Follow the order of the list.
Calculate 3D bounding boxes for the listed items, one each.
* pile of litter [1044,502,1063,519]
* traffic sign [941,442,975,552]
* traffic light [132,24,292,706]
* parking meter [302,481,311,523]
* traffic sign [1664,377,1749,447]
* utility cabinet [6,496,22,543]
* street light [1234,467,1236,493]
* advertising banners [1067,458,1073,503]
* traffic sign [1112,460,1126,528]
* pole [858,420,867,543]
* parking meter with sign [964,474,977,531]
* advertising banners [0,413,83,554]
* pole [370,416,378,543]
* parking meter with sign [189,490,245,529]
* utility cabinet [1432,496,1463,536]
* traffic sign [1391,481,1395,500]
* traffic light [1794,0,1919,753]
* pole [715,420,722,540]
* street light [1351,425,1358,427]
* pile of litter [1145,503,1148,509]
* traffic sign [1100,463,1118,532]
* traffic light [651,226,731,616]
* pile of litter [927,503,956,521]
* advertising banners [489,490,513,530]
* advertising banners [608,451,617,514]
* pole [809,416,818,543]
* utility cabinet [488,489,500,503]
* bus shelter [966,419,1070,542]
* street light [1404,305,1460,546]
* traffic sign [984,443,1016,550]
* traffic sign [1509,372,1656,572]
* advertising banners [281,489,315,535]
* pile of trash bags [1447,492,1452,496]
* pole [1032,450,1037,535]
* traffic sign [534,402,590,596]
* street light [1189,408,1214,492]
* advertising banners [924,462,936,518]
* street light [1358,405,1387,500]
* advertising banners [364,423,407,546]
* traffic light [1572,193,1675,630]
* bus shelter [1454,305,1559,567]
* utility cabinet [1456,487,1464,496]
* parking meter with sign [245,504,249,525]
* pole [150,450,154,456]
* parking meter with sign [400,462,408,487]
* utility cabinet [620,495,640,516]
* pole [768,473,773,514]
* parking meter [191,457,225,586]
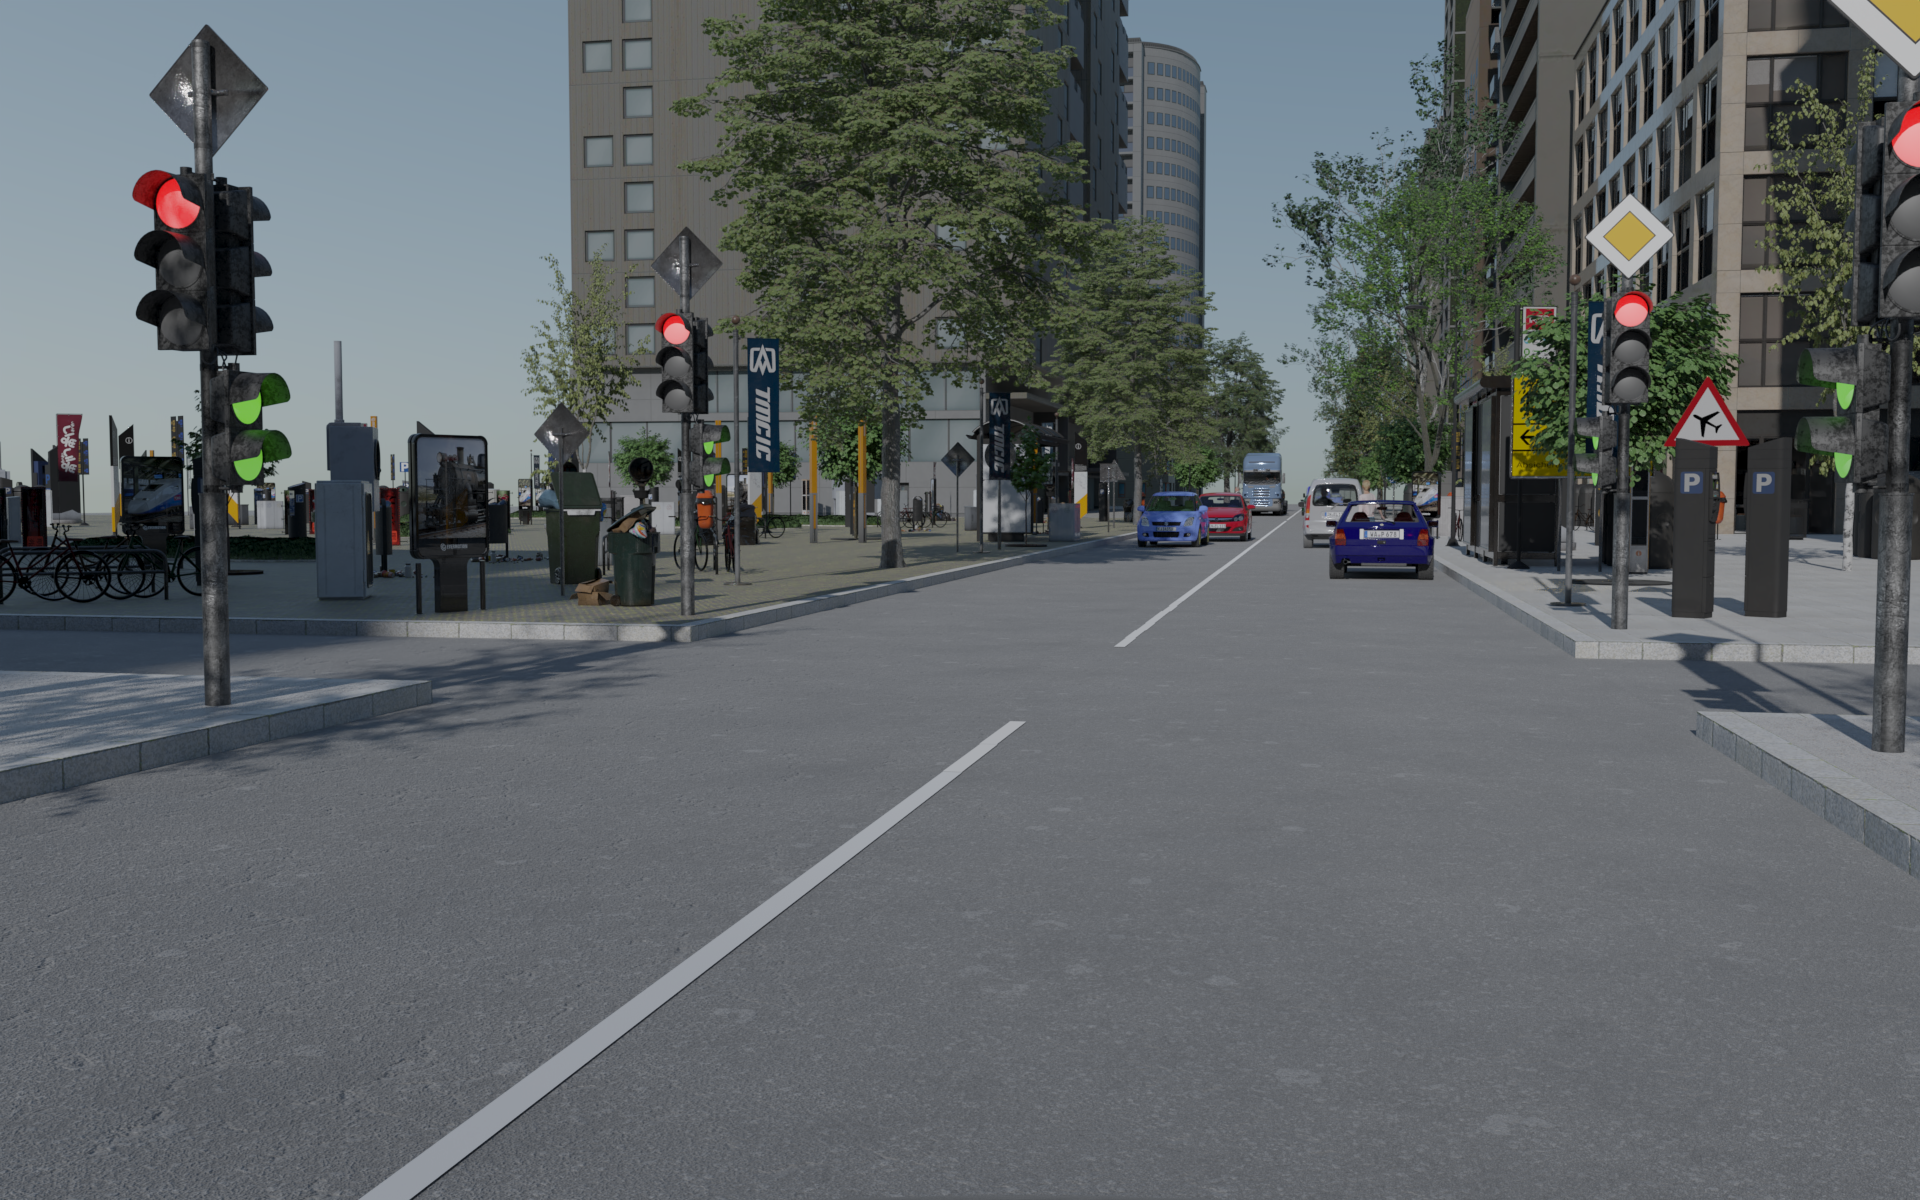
[{"bbox_3d":[5.179,-4.573,88.741,1.719,0.858,1.176,2,4,32],"label":"pile of litter"},{"bbox_3d":[-0.054,-2.271,38.320,0.795,2.450,0.064,1,4,18],"label":"traffic sign"},{"bbox_3d":[-4.502,-1.315,10.419,0.839,4.253,0.868,1,4,12],"label":"traffic light"},{"bbox_3d":[-28.535,-4.284,75.749,0.399,1.863,0.255,-1,4,-13],"label":"parking meter"},{"bbox_3d":[8.299,-1.181,19.306,0.884,2.594,0.081,1,4,14],"label":"traffic sign"},{"bbox_3d":[-24.908,-2.101,45.516,0.306,1.237,1.020,-2,4,-34],"label":"utility cabinet"},{"bbox_3d":[22.936,-10.298,140.912,1.470,5.913,1.316,1,4,12],"label":"street light"},{"bbox_3d":[5.429,-5.438,85.094,0.090,3.025,2.074,0,4,-2],"label":"advertising banners"},{"bbox_3d":[5.808,-3.993,65.284,0.884,2.594,0.081,1,4,18],"label":"traffic sign"},{"bbox_3d":[-2.558,-3.151,45.363,0.158,3.312,0.155,0,3,0],"label":"pole"},{"bbox_3d":[0.914,-3.953,60.891,1.738,3.016,0.543,-3,5,-42],"label":"parking meter with sign"},{"bbox_3d":[-20.069,-2.523,37.438,2.074,3.025,0.090,-1,4,-20],"label":"advertising banners"},{"bbox_3d":[-15.300,-3.148,45.312,0.158,3.312,0.155,0,3,0],"label":"pole"},{"bbox_3d":[-27.170,-4.091,63.150,1.738,3.016,0.543,-1,4,-11],"label":"parking meter with sign"},{"bbox_3d":[15.000,-2.567,53.133,1.020,1.237,0.306,0,4,-1],"label":"utility cabinet"},{"bbox_3d":[21.012,-5.124,83.880,0.768,2.556,0.104,1,4,12],"label":"traffic sign"},{"bbox_3d":[4.617,-1.200,8.537,0.839,4.253,0.868,1,4,12],"label":"traffic light"},{"bbox_3d":[-6.674,-3.305,47.879,0.158,3.312,0.155,0,3,0],"label":"pole"},{"bbox_3d":[27.143,-8.847,117.190,1.470,5.913,1.316,1,4,12],"label":"street light"},{"bbox_3d":[9.070,-4.429,86.381,1.176,0.858,1.719,1,4,20],"label":"pile of litter"},{"bbox_3d":[4.972,-3.412,57.912,0.606,2.300,0.079,1,4,17],"label":"traffic sign"},{"bbox_3d":[-2.868,-1.793,18.235,0.839,4.253,0.868,1,4,12],"label":"traffic light"},{"bbox_3d":[-0.937,-4.196,82.566,1.719,0.858,1.176,2,4,32],"label":"pile of litter"},{"bbox_3d":[-16.260,-3.832,58.844,2.074,3.025,0.090,0,4,-6],"label":"advertising banners"},{"bbox_3d":[-14.367,-4.609,71.547,0.090,3.025,2.074,0,4,-3],"label":"advertising banners"},{"bbox_3d":[-3.812,-3.131,45.038,0.158,3.312,0.155,0,3,0],"label":"pole"},{"bbox_3d":[-20.022,-3.973,73.632,1.173,1.500,0.318,3,5,42],"label":"utility cabinet"},{"bbox_3d":[1.706,-3.364,48.919,2.014,3.302,5.546,1,4,12],"label":"bus shelter"},{"bbox_3d":[11.588,-4.281,42.527,1.470,5.913,1.316,1,4,12],"label":"street light"},{"bbox_3d":[0.908,-2.432,39.875,0.768,2.556,0.104,1,4,21],"label":"traffic sign"},{"bbox_3d":[10.249,-2.121,28.556,2.265,3.308,0.079,1,4,19],"label":"traffic sign"},{"bbox_3d":[-20.532,-3.607,55.158,2.074,3.025,0.090,-2,4,-32],"label":"advertising banners"},{"bbox_3d":[23.329,-4.130,77.282,3.447,1.369,1.912,-1,4,-11],"label":"pile of trash bags"},{"bbox_3d":[2.340,-3.690,54.172,0.158,3.312,0.155,0,3,0],"label":"pole"},{"bbox_3d":[-5.017,-1.262,21.812,0.795,2.450,0.064,1,4,18],"label":"traffic sign"},{"bbox_3d":[12.930,-7.384,93.263,1.470,5.913,1.316,1,4,12],"label":"street light"},{"bbox_3d":[-1.586,-5.977,93.908,0.090,3.025,2.074,1,4,17],"label":"advertising banners"},{"bbox_3d":[21.528,-7.180,89.938,1.470,5.913,1.316,1,4,12],"label":"street light"},{"bbox_3d":[-14.115,-2.859,42.927,2.074,3.025,0.090,-1,4,-21],"label":"advertising banners"},{"bbox_3d":[6.250,-1.678,16.354,0.839,4.253,0.868,1,4,12],"label":"traffic light"},{"bbox_3d":[11.133,-3.490,34.699,2.179,5.291,8.768,1,4,12],"label":"bus shelter"},{"bbox_3d":[16.691,-2.935,56.662,1.173,1.500,0.318,-2,4,-31],"label":"utility cabinet"},{"bbox_3d":[-30.089,-4.576,71.083,0.543,3.016,1.738,2,4,31],"label":"parking meter with sign"},{"bbox_3d":[-37.449,-5.292,80.363,0.158,3.312,0.155,0,3,0],"label":"pole"},{"bbox_3d":[-30.316,-6.043,95.060,0.543,3.016,1.738,-1,4,-10],"label":"parking meter with sign"},{"bbox_3d":[-17.020,-4.782,89.340,1.020,1.237,0.306,-1,4,-12],"label":"utility cabinet"},{"bbox_3d":[-8.752,-5.266,79.937,0.158,3.312,0.155,0,3,0],"label":"pole"},{"bbox_3d":[-10.540,-1.137,24.298,0.399,1.863,0.255,0,4,-6],"label":"parking meter"}]
